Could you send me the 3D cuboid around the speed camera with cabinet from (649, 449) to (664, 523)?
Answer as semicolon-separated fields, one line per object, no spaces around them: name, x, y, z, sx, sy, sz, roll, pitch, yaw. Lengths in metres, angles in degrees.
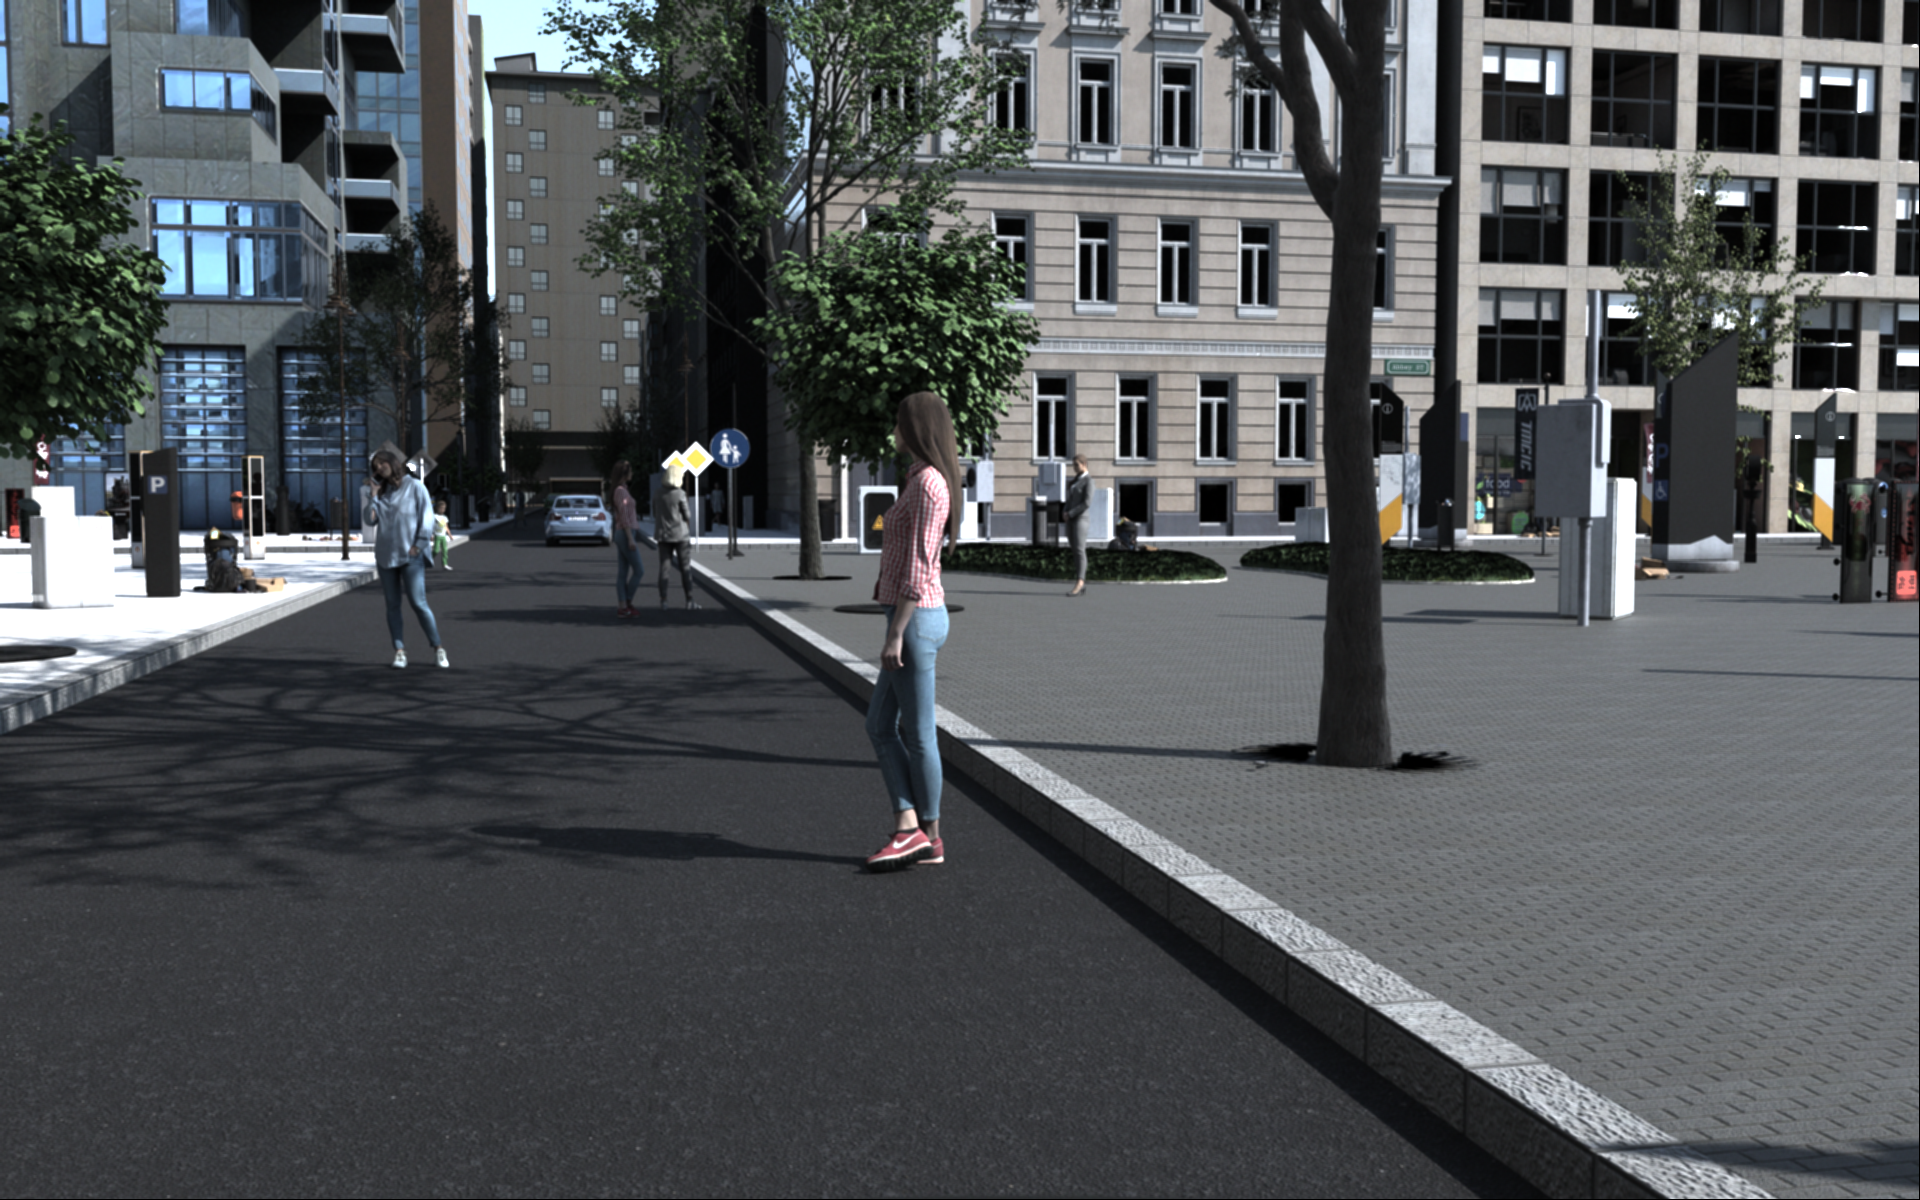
speed camera with cabinet;-13.427;-5.029;76.566;0.660;3.252;2.038;-1;4;-9

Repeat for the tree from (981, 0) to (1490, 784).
tree;1.790;-5.971;7.998;12.009;13.543;11.850;0;3;0

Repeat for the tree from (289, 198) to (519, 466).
tree;-17.330;-7.321;54.110;7.601;10.594;8.767;0;4;-8

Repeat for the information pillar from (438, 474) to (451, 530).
information pillar;-18.490;-3.524;62.108;0.304;2.012;0.304;1;4;11

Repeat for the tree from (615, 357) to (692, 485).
tree;-16.375;-8.739;93.245;4.360;8.622;3.978;0;3;0

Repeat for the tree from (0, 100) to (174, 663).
tree;-7.782;-1.827;13.583;4.285;4.588;4.351;0;3;0

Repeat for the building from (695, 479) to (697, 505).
building;-18.028;-43.757;153.683;20.563;71.187;20.611;-1;4;-12

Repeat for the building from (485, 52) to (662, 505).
building;-44.353;-38.410;217.248;27.495;52.752;28.713;-1;4;-12

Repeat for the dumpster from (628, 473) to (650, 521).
dumpster;-14.934;-4.865;82.031;1.502;2.255;1.985;-1;4;-12

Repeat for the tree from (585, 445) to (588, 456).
tree;-33.829;-13.236;166.775;4.737;8.622;4.395;0;3;0

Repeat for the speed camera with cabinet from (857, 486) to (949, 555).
speed camera with cabinet;-1.163;-2.596;36.778;2.038;3.252;0.660;0;4;-6

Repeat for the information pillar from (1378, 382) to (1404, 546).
information pillar;8.978;-2.740;36.150;0.504;3.616;0.183;0;4;-1

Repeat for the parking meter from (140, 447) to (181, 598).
parking meter;-9.935;-0.967;21.514;0.399;1.863;0.255;-1;4;-10

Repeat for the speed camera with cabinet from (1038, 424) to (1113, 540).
speed camera with cabinet;3.275;-3.346;49.046;2.038;3.252;0.660;1;4;16

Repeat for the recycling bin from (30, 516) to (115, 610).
recycling bin;-10.063;-0.433;19.632;0.722;1.027;0.722;-3;4;-39

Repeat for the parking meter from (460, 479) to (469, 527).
parking meter;-19.153;-3.745;66.934;0.255;1.863;0.399;-3;4;-36

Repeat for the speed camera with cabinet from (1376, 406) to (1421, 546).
speed camera with cabinet;9.499;-2.762;39.500;0.660;3.252;2.038;-3;4;-37

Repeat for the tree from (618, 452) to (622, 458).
tree;-19.275;-7.434;105.258;4.285;4.588;4.351;0;3;0

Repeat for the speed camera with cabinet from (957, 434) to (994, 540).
speed camera with cabinet;0.261;-3.318;48.578;0.660;3.252;2.038;-2;4;-25

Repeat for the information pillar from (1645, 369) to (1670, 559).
information pillar;13.232;-2.517;32.510;0.504;3.616;0.183;0;4;-6

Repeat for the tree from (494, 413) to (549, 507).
tree;-40.333;-12.729;158.483;4.737;8.622;4.395;0;3;0

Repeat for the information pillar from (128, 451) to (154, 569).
information pillar;-14.012;-1.542;29.709;0.304;2.012;0.304;1;4;22

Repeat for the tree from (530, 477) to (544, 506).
tree;-46.928;-12.111;192.610;1.663;3.219;1.824;0;3;0

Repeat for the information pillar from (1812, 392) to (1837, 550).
information pillar;19.939;-2.972;39.945;0.504;3.616;0.183;0;4;-7

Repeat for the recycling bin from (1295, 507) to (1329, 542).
recycling bin;6.733;-1.206;32.266;0.722;1.027;0.722;-3;5;-41

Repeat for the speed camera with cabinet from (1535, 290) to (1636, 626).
speed camera with cabinet;6.370;-1.422;17.592;0.660;3.252;2.038;2;4;32

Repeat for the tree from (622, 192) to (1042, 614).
tree;-0.727;-2.157;18.973;4.285;4.588;4.351;0;3;0

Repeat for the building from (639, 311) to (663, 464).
building;-18.840;-20.506;180.314;27.650;21.520;28.899;-1;4;-12

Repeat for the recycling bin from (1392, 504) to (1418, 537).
recycling bin;13.314;-2.399;51.781;0.722;1.027;0.722;0;4;0

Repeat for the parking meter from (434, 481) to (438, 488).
parking meter;-23.211;-4.358;76.964;0.255;1.863;0.399;0;4;-3

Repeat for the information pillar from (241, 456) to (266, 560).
information pillar;-13.710;-1.780;33.601;0.304;2.012;0.304;3;5;41

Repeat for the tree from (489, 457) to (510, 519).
tree;-24.356;-5.864;90.485;1.663;3.219;1.824;0;3;0

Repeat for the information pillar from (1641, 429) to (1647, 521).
information pillar;20.786;-3.717;52.133;0.183;3.616;0.504;-2;4;-34

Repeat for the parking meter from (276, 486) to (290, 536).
parking meter;-20.852;-2.747;53.322;0.372;1.533;0.369;0;3;0

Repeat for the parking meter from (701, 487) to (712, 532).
parking meter;-8.657;-3.102;59.135;0.372;1.533;0.369;0;3;0

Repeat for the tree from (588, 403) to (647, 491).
tree;-27.061;-11.605;140.111;4.737;8.622;4.395;0;3;0

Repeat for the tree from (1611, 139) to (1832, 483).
tree;15.440;-5.247;36.149;4.737;8.622;4.395;0;3;0

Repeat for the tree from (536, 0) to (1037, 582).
tree;-2.309;-6.118;25.786;9.928;11.665;9.643;0;3;0

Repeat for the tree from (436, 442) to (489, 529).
tree;-18.445;-4.241;63.947;1.663;3.219;1.824;0;3;0

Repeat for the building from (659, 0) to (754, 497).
building;-11.911;-31.220;134.145;21.300;48.544;21.600;-1;4;-12

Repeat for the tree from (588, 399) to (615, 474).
tree;-26.374;-11.211;133.661;4.360;8.622;3.978;0;3;0
